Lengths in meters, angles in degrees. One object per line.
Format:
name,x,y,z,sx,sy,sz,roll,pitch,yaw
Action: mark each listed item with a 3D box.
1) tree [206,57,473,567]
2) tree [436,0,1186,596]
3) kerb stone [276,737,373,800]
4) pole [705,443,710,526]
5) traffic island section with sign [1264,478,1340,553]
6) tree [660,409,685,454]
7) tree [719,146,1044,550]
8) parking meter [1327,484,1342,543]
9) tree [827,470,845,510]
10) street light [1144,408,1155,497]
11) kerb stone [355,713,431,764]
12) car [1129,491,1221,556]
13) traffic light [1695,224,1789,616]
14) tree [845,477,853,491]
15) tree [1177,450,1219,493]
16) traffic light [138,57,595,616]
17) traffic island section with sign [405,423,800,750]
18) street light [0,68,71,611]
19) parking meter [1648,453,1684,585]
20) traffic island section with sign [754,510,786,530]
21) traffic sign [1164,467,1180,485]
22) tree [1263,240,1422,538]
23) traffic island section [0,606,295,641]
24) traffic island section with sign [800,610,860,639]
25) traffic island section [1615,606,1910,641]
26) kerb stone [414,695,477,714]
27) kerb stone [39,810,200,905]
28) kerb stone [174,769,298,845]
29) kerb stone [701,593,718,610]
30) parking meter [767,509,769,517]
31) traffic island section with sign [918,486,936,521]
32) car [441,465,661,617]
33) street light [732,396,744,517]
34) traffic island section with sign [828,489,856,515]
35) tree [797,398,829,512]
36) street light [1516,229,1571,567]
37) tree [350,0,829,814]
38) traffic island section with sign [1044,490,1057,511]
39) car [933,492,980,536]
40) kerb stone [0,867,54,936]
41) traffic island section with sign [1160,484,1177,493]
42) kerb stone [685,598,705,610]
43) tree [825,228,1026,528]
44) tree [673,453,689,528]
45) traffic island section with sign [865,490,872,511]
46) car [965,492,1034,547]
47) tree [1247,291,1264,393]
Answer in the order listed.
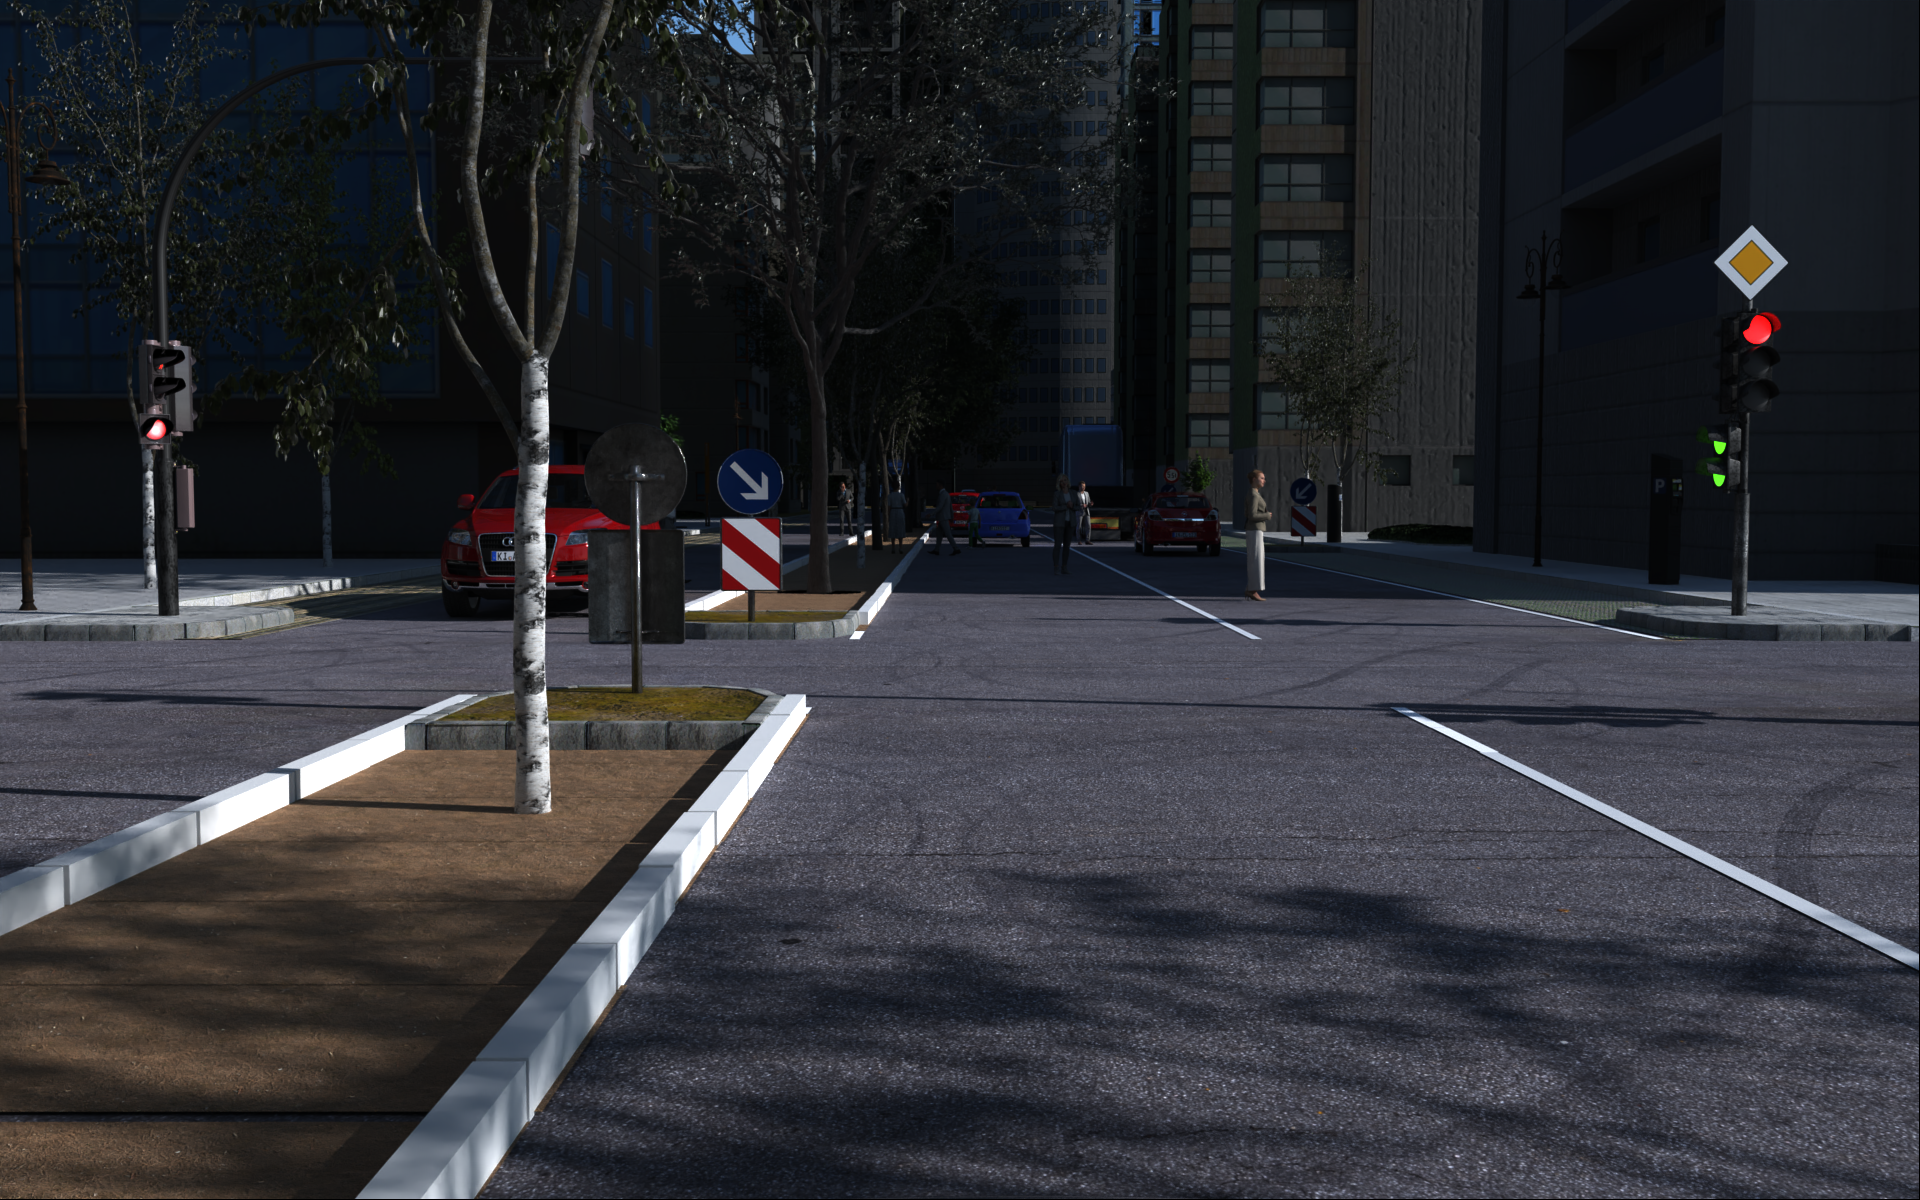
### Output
tree,-10.862,-4.878,30.115,4.737,8.622,4.395,0,3,0
tree,-1.988,-6.816,24.263,12.009,13.543,11.850,0,3,0
kerb stone,-3.139,0.835,8.537,0.120,0.150,1.000,0,3,0
pole,-10.025,-4.580,68.723,0.158,3.312,0.155,0,3,0
traffic island section with sign,8.248,-2.097,42.917,1.989,1.847,2.006,0,3,0
tree,-10.937,-4.629,59.391,4.285,4.588,4.351,0,3,0
tree,-2.073,-6.555,44.045,8.767,10.594,7.601,0,3,0
parking meter,9.905,-2.289,45.830,0.372,1.533,0.369,0,3,0
tree,-10.480,-8.864,139.529,1.663,3.219,1.824,0,3,0
street light,10.161,-7.352,92.991,0.468,5.910,1.993,0,3,0
kerb stone,-3.147,0.775,9.562,0.120,0.150,1.000,0,3,0
car,5.169,-1.985,41.499,2.155,1.783,4.494,0,4,2
traffic light,8.219,-1.791,18.204,0.839,4.253,0.868,0,3,0
tree,-10.488,-9.909,156.613,1.663,3.219,1.824,0,3,0
tree,10.275,-4.962,75.733,1.663,3.219,1.824,0,3,0
traffic light,-6.250,-2.663,18.212,4.771,5.953,1.251,0,3,0
traffic island section with sign,-2.093,-0.148,10.563,2.006,1.907,1.989,0,3,0
street light,-10.298,-2.824,18.959,0.468,5.910,1.993,0,3,0
parking meter,10.019,-1.154,24.576,0.255,1.863,0.399,-2,4,-27
traffic island section with sign,-8.097,-3.761,70.117,1.989,1.847,2.006,0,3,0
traffic sign,9.884,-4.940,80.869,0.768,2.556,0.104,0,4,8
tree,11.076,-6.097,50.054,4.360,8.622,3.978,0,3,0
traffic island section,-8.382,0.243,18.310,2.009,0.180,2.903,0,3,0
traffic island section with sign,-2.090,-0.601,17.971,2.006,1.907,1.989,0,3,0
traffic island section,8.259,0.242,18.318,2.009,0.180,2.903,0,3,0
kerb stone,-3.147,0.710,10.584,0.120,0.150,1.000,0,3,0
kerb stone,-3.142,0.962,6.493,0.120,0.150,1.000,0,3,0
kerb stone,-3.138,0.899,7.515,0.120,0.150,1.000,0,3,0
kerb stone,-3.154,0.050,21.403,0.120,0.150,1.000,0,3,0
parking meter,-10.230,-5.150,92.619,0.372,1.533,0.369,0,3,0
traffic island section with sign,-2.160,-5.197,93.109,2.006,1.907,1.989,0,3,0
car,-5.027,-0.810,21.912,2.281,1.827,5.304,0,4,-2
street light,-10.466,-6.651,81.535,0.468,5.910,1.993,0,3,0
traffic island section with sign,-8.142,-6.832,120.336,1.989,1.847,2.006,0,3,0
tree,-11.951,-11.252,134.335,4.737,8.622,4.395,0,3,0
street light,10.227,-3.530,30.497,0.468,5.910,1.993,0,3,0
tree,-1.932,-3.359,7.746,4.360,8.622,3.978,0,3,0
traffic island section with sign,8.174,-8.465,147.028,1.989,1.847,2.006,0,3,0
car,0.136,-3.063,59.123,2.155,1.783,4.494,0,4,2
kerb stone,-3.149,1.025,5.471,0.120,0.150,1.000,0,3,0
traffic island section with sign,8.215,-3.746,69.872,1.989,1.847,2.006,0,3,0
kerb stone,-3.162,0.114,20.381,0.120,0.150,1.000,0,3,0
tree,-1.961,-9.398,73.123,9.611,12.733,9.660,0,3,0
tree,-10.811,-4.350,65.724,1.663,3.219,1.824,0,3,0
traffic island section with sign,-8.162,-8.481,147.291,1.989,1.847,2.006,0,3,0
car,1.088,-2.359,48.163,1.945,1.707,3.694,0,4,1
tree,11.205,-6.374,54.577,4.360,8.622,3.978,0,3,0
